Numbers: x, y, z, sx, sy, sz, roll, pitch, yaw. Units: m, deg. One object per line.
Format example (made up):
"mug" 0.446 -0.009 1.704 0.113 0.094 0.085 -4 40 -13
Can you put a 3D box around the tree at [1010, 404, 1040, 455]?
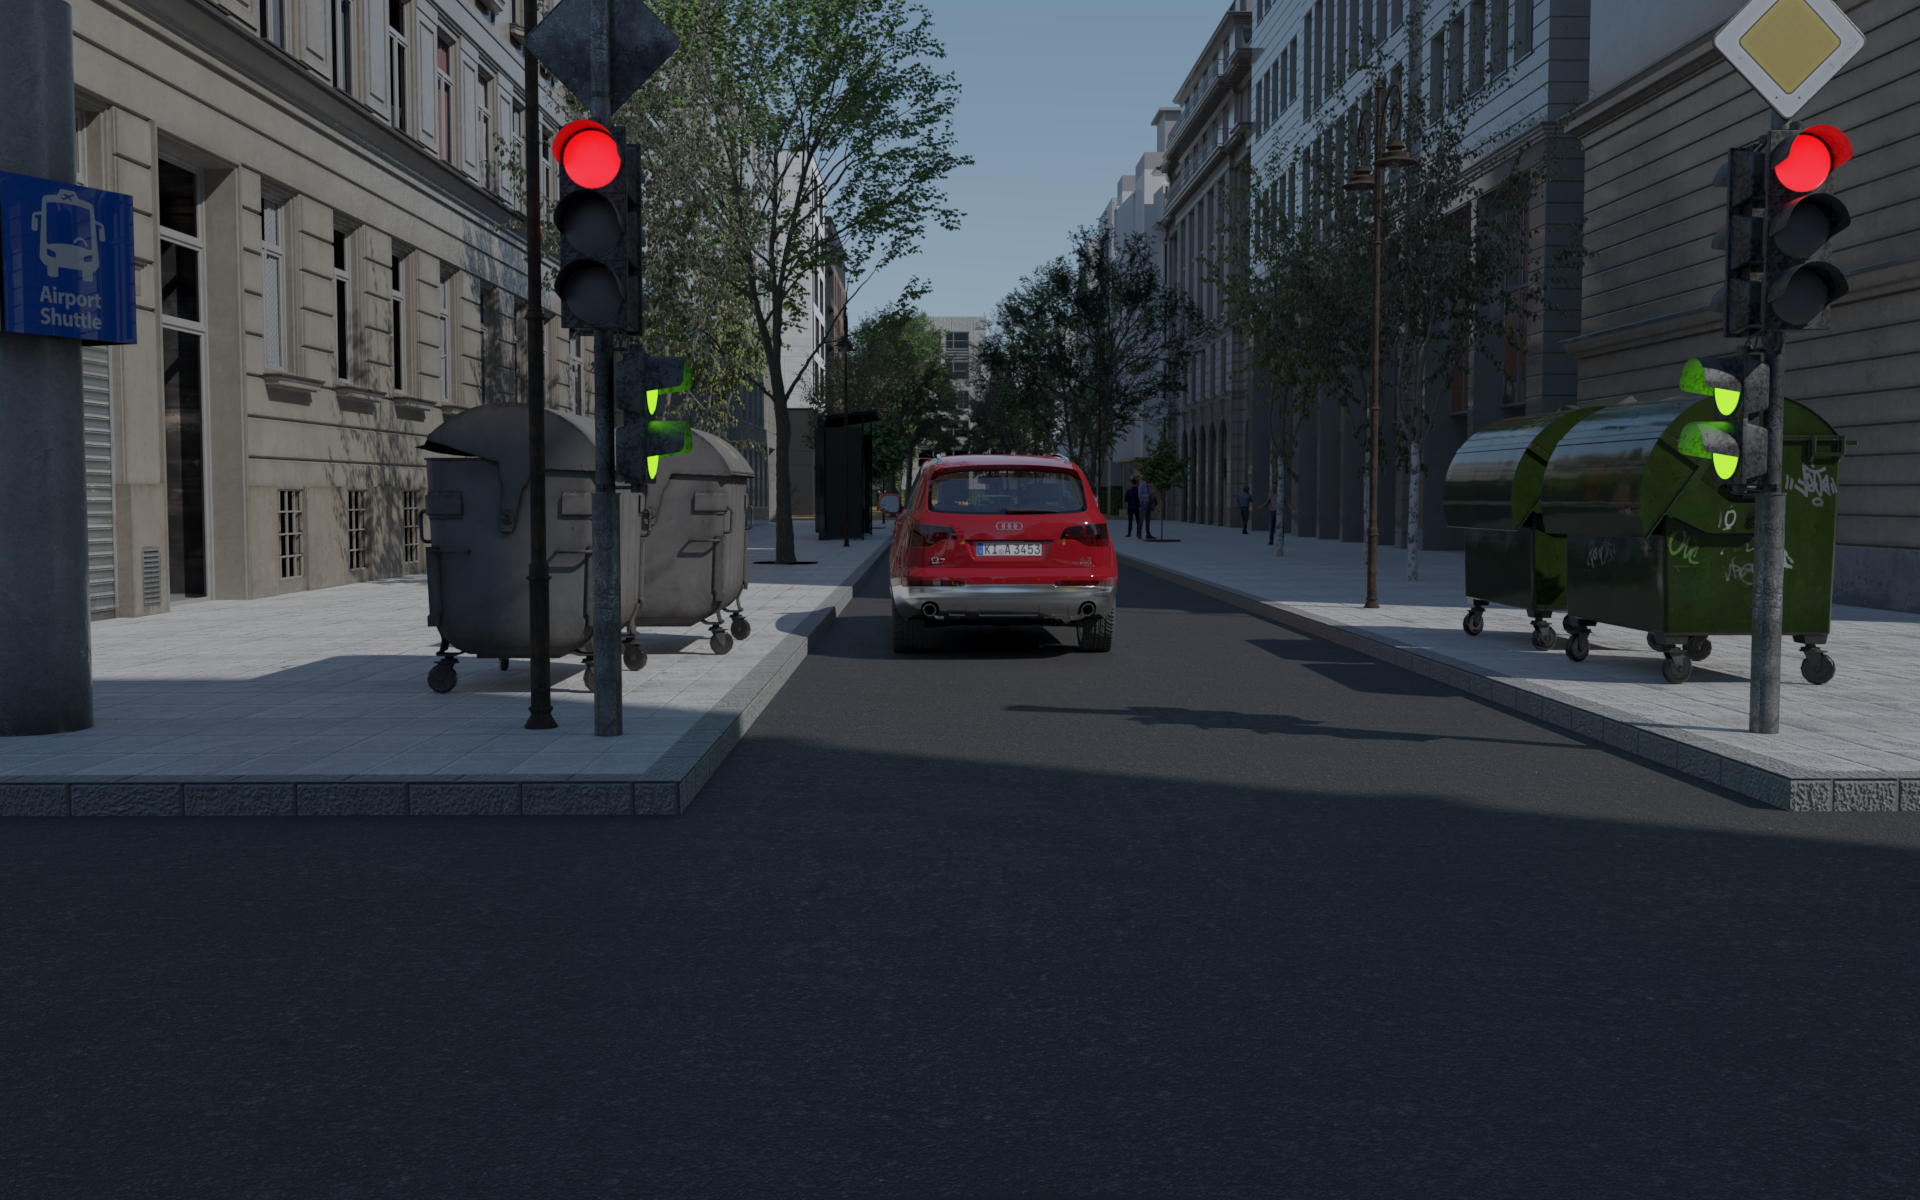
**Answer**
"tree" 4.610 -8.954 96.767 4.737 8.622 4.395 0 3 0

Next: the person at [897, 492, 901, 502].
"person" -4.721 -7.589 133.348 0.421 1.427 0.697 0 4 -7

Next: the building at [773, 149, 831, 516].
"building" -22.682 -15.685 100.420 27.936 21.610 32.646 0 4 -1

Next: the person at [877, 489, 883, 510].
"person" -6.361 -8.124 139.673 0.742 1.727 0.445 -1 4 -9

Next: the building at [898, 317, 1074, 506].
"building" 9.728 -19.254 181.258 31.486 18.905 16.747 0 4 -1

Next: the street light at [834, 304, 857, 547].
"street light" -2.765 -4.236 42.045 0.468 5.910 1.993 0 4 -1

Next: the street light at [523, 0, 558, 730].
"street light" -2.301 -2.235 9.337 0.468 5.910 1.993 0 4 -1

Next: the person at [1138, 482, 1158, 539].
"person" 5.363 -2.638 49.041 0.599 1.838 0.709 3 5 42

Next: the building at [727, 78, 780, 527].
"building" -13.438 -13.295 72.126 10.420 20.320 16.860 0 4 -1

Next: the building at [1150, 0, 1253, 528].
"building" 16.070 -14.115 72.584 13.314 21.916 24.055 0 4 -1

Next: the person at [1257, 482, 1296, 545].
"person" 7.916 -2.164 43.381 0.963 1.587 0.435 1 4 9

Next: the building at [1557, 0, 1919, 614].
"building" 27.102 -12.368 21.306 34.723 24.649 14.460 0 4 -1

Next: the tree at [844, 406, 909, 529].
"tree" -3.489 -4.933 64.361 4.285 4.588 4.351 0 3 0

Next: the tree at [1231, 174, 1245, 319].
"tree" 7.171 -4.943 31.183 4.360 8.622 3.978 0 3 0

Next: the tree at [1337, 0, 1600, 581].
"tree" 6.941 -4.593 25.457 4.360 8.622 3.978 0 3 0

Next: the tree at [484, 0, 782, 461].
"tree" -4.202 -4.469 23.428 4.360 8.622 3.978 0 3 0

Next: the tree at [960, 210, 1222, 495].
"tree" 4.344 -7.553 57.909 8.767 10.594 7.601 0 4 4

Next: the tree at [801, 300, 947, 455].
"tree" -4.212 -9.083 82.923 7.601 10.594 8.767 1 4 13

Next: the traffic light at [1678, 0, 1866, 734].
"traffic light" 4.307 -1.221 9.207 0.839 4.213 0.868 0 4 -1

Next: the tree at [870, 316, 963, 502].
"tree" -3.404 -12.938 118.958 7.806 13.903 7.818 0 3 0

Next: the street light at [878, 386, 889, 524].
"street light" -3.292 -6.227 74.594 0.468 5.910 1.993 0 4 -1

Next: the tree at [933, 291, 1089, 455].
"tree" 3.485 -11.908 105.060 12.009 13.543 11.850 0 3 0

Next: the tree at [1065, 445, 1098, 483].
"tree" 4.459 -4.547 68.950 1.663 3.219 1.824 0 3 0

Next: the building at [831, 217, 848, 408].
"building" -25.932 -18.176 141.148 32.646 21.610 27.936 0 4 -1

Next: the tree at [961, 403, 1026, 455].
"tree" 3.417 -14.557 160.060 6.751 12.117 7.091 0 3 0

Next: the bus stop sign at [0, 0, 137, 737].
"bus stop sign" -5.076 -1.243 9.340 0.837 3.901 0.837 1 4 23

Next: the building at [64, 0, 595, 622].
"building" -15.968 -11.915 28.096 16.112 22.955 30.059 0 4 -1

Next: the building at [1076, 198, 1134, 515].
"building" 17.294 -15.026 112.137 16.747 18.905 31.486 0 4 -1

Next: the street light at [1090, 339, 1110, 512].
"street light" 4.161 -4.824 51.658 0.468 5.910 1.993 0 4 -1

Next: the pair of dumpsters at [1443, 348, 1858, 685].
"pair of dumpsters" 5.215 -0.681 13.629 1.574 2.255 4.436 0 4 -1

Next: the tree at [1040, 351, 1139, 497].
"tree" 6.553 -8.033 81.708 4.737 8.622 4.395 0 3 0

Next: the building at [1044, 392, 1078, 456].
"building" 12.092 -12.234 142.170 9.099 9.664 28.070 0 4 -1

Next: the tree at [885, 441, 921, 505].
"tree" -5.151 -12.939 161.909 4.737 8.622 4.395 0 3 0

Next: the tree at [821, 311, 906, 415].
"tree" -4.368 -7.255 68.975 4.360 8.622 3.978 0 3 0

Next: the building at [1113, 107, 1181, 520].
"building" 16.258 -14.328 90.689 16.016 20.091 11.380 0 4 -1

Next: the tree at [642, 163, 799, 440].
"tree" -5.518 -5.412 38.853 4.737 8.622 4.395 0 3 0

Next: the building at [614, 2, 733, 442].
"building" -14.434 -16.335 52.986 13.634 28.700 20.117 0 4 -1

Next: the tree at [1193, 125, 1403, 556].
"tree" 6.856 -5.216 35.651 4.737 8.622 4.395 0 3 0

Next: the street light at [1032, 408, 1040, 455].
"street light" 3.657 -6.802 84.000 0.468 5.910 1.993 0 4 -1

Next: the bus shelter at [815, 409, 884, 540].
"bus shelter" -3.202 -3.655 51.042 1.731 3.624 6.357 0 4 -1

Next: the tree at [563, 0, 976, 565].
"tree" -3.332 -6.466 31.482 9.928 11.665 9.643 0 3 0

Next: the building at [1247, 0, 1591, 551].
"building" 15.711 -16.389 45.456 11.434 29.767 29.804 0 4 -1

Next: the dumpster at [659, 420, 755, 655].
"dumpster" -2.425 -0.531 14.447 1.264 1.857 1.865 0 4 -1

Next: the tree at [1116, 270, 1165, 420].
"tree" 5.007 -9.076 74.150 9.928 11.665 9.643 0 3 0

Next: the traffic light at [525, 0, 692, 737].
"traffic light" -1.853 -1.214 9.101 0.839 4.213 0.868 0 4 -1

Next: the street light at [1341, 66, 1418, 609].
"street light" 4.633 -2.846 19.315 0.468 5.910 1.993 0 4 -1

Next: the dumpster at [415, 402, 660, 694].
"dumpster" -2.855 -0.370 11.802 1.264 1.857 1.865 0 4 -1

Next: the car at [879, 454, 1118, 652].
"car" 0.325 -0.524 17.237 2.281 1.827 5.304 0 4 -2

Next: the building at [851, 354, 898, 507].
"building" -21.761 -19.253 181.245 31.486 18.905 16.747 0 4 -1

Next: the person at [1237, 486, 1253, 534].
"person" 9.064 -2.866 55.111 0.429 1.552 0.499 -1 4 -15

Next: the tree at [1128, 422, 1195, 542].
"tree" 5.567 -3.180 46.598 1.663 3.219 1.824 0 3 0

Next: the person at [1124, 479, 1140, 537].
"person" 5.187 -2.759 51.858 0.576 1.737 0.504 -2 4 -26
